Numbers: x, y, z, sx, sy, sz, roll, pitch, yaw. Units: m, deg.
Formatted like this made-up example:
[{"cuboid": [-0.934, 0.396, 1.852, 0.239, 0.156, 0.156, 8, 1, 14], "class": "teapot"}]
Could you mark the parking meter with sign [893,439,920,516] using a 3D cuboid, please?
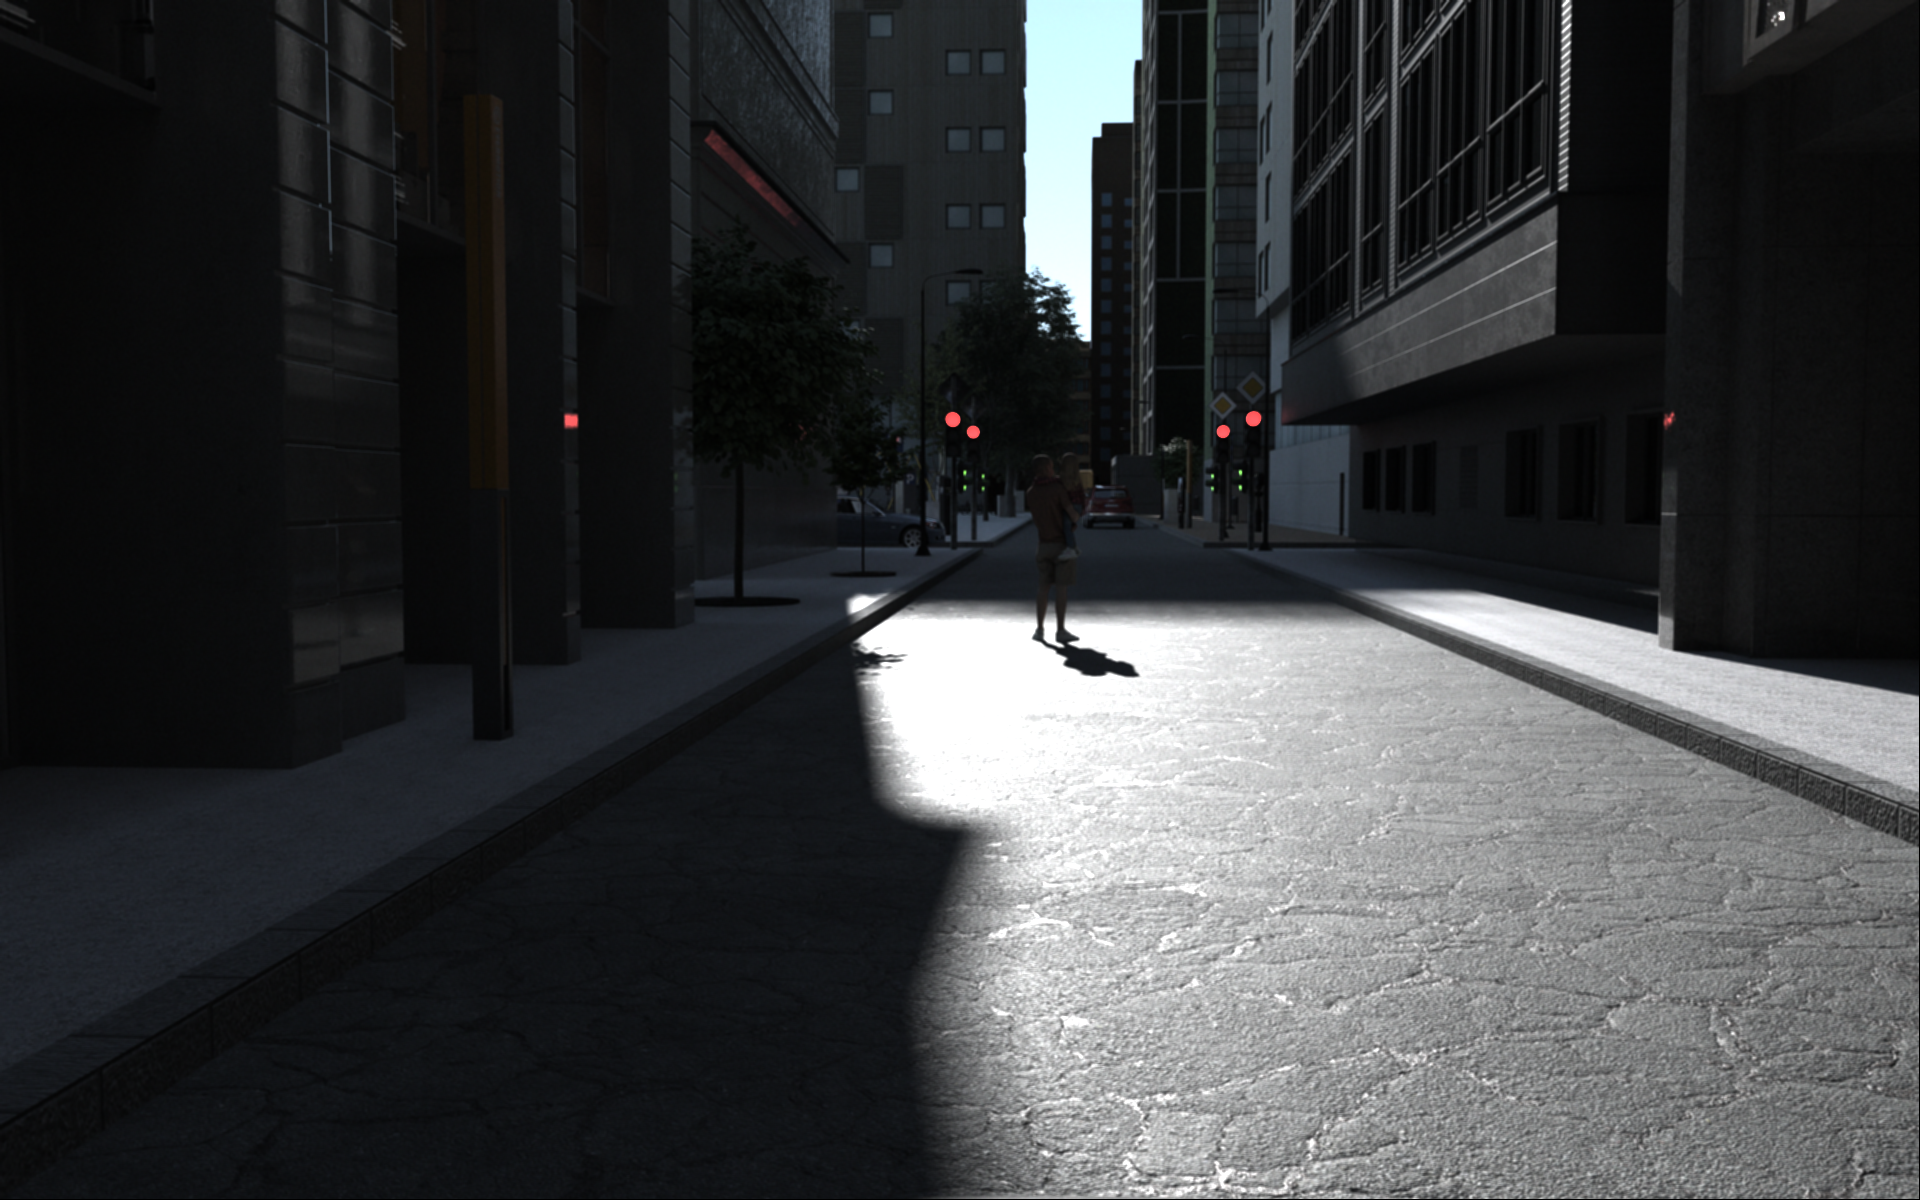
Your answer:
[{"cuboid": [-1.570, -3.259, 49.539, 0.543, 3.016, 1.738, -2, 4, -24], "class": "parking meter with sign"}]

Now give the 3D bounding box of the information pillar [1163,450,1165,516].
[{"cuboid": [10.894, -6.207, 92.844, 0.183, 3.616, 0.504, 1, 4, 12], "class": "information pillar"}]

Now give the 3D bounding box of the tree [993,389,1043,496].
[{"cuboid": [3.418, -9.436, 104.644, 4.360, 8.622, 3.978, 0, 3, 0], "class": "tree"}]

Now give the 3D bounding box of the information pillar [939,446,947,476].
[{"cuboid": [-0.742, -5.201, 76.393, 0.183, 3.616, 0.504, -2, 4, -32], "class": "information pillar"}]

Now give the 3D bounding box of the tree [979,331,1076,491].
[{"cuboid": [4.285, -12.205, 117.672, 7.486, 12.596, 7.792, 0, 3, 0], "class": "tree"}]

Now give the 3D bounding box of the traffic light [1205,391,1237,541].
[{"cuboid": [7.151, -3.576, 47.395, 0.839, 4.253, 0.868, 0, 4, 4], "class": "traffic light"}]

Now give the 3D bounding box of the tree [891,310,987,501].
[{"cuboid": [-0.904, -7.319, 70.033, 4.737, 8.622, 4.395, 0, 3, 0], "class": "tree"}]

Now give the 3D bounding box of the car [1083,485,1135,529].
[{"cuboid": [6.275, -3.949, 73.234, 2.281, 1.827, 5.304, 0, 4, 2], "class": "car"}]

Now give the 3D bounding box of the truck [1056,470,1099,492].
[{"cuboid": [9.263, -8.674, 137.744, 3.469, 3.379, 9.791, 0, 4, 5], "class": "truck"}]

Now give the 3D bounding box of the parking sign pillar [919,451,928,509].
[{"cuboid": [-2.312, -7.337, 108.433, 1.447, 3.967, 1.447, 0, 4, 5], "class": "parking sign pillar"}]

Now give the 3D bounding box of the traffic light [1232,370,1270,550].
[{"cuboid": [6.624, -3.089, 39.427, 0.839, 4.253, 0.868, 0, 4, 4], "class": "traffic light"}]

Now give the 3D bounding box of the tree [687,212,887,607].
[{"cuboid": [-2.555, -2.231, 20.197, 4.285, 4.588, 4.351, 0, 3, 0], "class": "tree"}]

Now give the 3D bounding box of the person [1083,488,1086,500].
[{"cuboid": [8.796, -6.982, 122.538, 0.514, 1.842, 0.818, -1, 4, -13], "class": "person"}]

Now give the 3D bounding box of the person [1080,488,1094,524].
[{"cuboid": [6.045, -4.437, 81.803, 0.760, 1.731, 0.466, -3, 4, -38], "class": "person"}]

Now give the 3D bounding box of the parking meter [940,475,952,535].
[{"cuboid": [-0.445, -2.937, 53.724, 0.255, 1.863, 0.399, -2, 4, -28], "class": "parking meter"}]

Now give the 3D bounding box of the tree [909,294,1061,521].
[{"cuboid": [0.989, -9.027, 81.998, 8.767, 10.594, 7.601, 3, 5, 40], "class": "tree"}]

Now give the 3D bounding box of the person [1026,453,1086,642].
[{"cuboid": [0.958, -0.518, 16.947, 0.580, 1.828, 0.573, -1, 4, -9], "class": "person"}]

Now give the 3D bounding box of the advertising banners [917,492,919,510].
[{"cuboid": [-3.129, -7.309, 115.686, 2.074, 3.025, 0.090, 3, 5, 43], "class": "advertising banners"}]

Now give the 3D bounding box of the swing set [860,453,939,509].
[{"cuboid": [-2.452, -4.183, 66.015, 2.862, 2.851, 3.119, 2, 4, 24], "class": "swing set"}]

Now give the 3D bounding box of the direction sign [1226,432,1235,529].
[{"cuboid": [9.990, -4.402, 63.965, 0.379, 3.537, 0.876, 0, 3, 0], "class": "direction sign"}]

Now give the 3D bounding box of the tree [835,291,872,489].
[{"cuboid": [-4.640, -6.633, 58.819, 4.360, 8.622, 3.978, 0, 3, 0], "class": "tree"}]

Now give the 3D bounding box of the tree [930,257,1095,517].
[{"cuboid": [2.807, -11.522, 95.047, 9.857, 13.997, 8.962, 0, 3, 0], "class": "tree"}]

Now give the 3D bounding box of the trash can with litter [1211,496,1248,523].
[{"cuboid": [12.247, -3.993, 76.335, 1.678, 1.210, 2.233, -2, 4, -32], "class": "trash can with litter"}]

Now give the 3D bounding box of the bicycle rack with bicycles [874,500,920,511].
[{"cuboid": [-3.573, -5.387, 101.462, 2.852, 0.926, 2.925, -3, 4, -37], "class": "bicycle rack with bicycles"}]

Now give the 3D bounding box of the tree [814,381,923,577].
[{"cuboid": [-1.618, -1.985, 27.058, 1.663, 3.219, 1.824, 0, 3, 0], "class": "tree"}]

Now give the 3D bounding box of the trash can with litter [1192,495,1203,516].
[{"cuboid": [14.031, -5.503, 101.029, 2.233, 1.210, 1.678, 2, 4, 30], "class": "trash can with litter"}]

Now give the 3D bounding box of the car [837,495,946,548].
[{"cuboid": [-2.610, -1.986, 44.478, 4.499, 1.417, 2.014, 0, 4, 3], "class": "car"}]

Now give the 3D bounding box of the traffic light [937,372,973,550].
[{"cuboid": [-0.123, -3.115, 39.856, 0.839, 4.253, 0.868, 0, 4, 4], "class": "traffic light"}]

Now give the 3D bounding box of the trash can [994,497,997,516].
[{"cuboid": [2.341, -5.510, 101.734, 0.748, 1.137, 0.748, 0, 3, 0], "class": "trash can"}]

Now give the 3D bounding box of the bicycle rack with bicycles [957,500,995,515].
[{"cuboid": [0.764, -5.728, 107.029, 2.925, 0.926, 2.852, 1, 4, 12], "class": "bicycle rack with bicycles"}]

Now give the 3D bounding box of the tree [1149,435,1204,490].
[{"cuboid": [12.143, -6.872, 96.068, 4.285, 4.588, 4.351, 0, 3, 0], "class": "tree"}]
